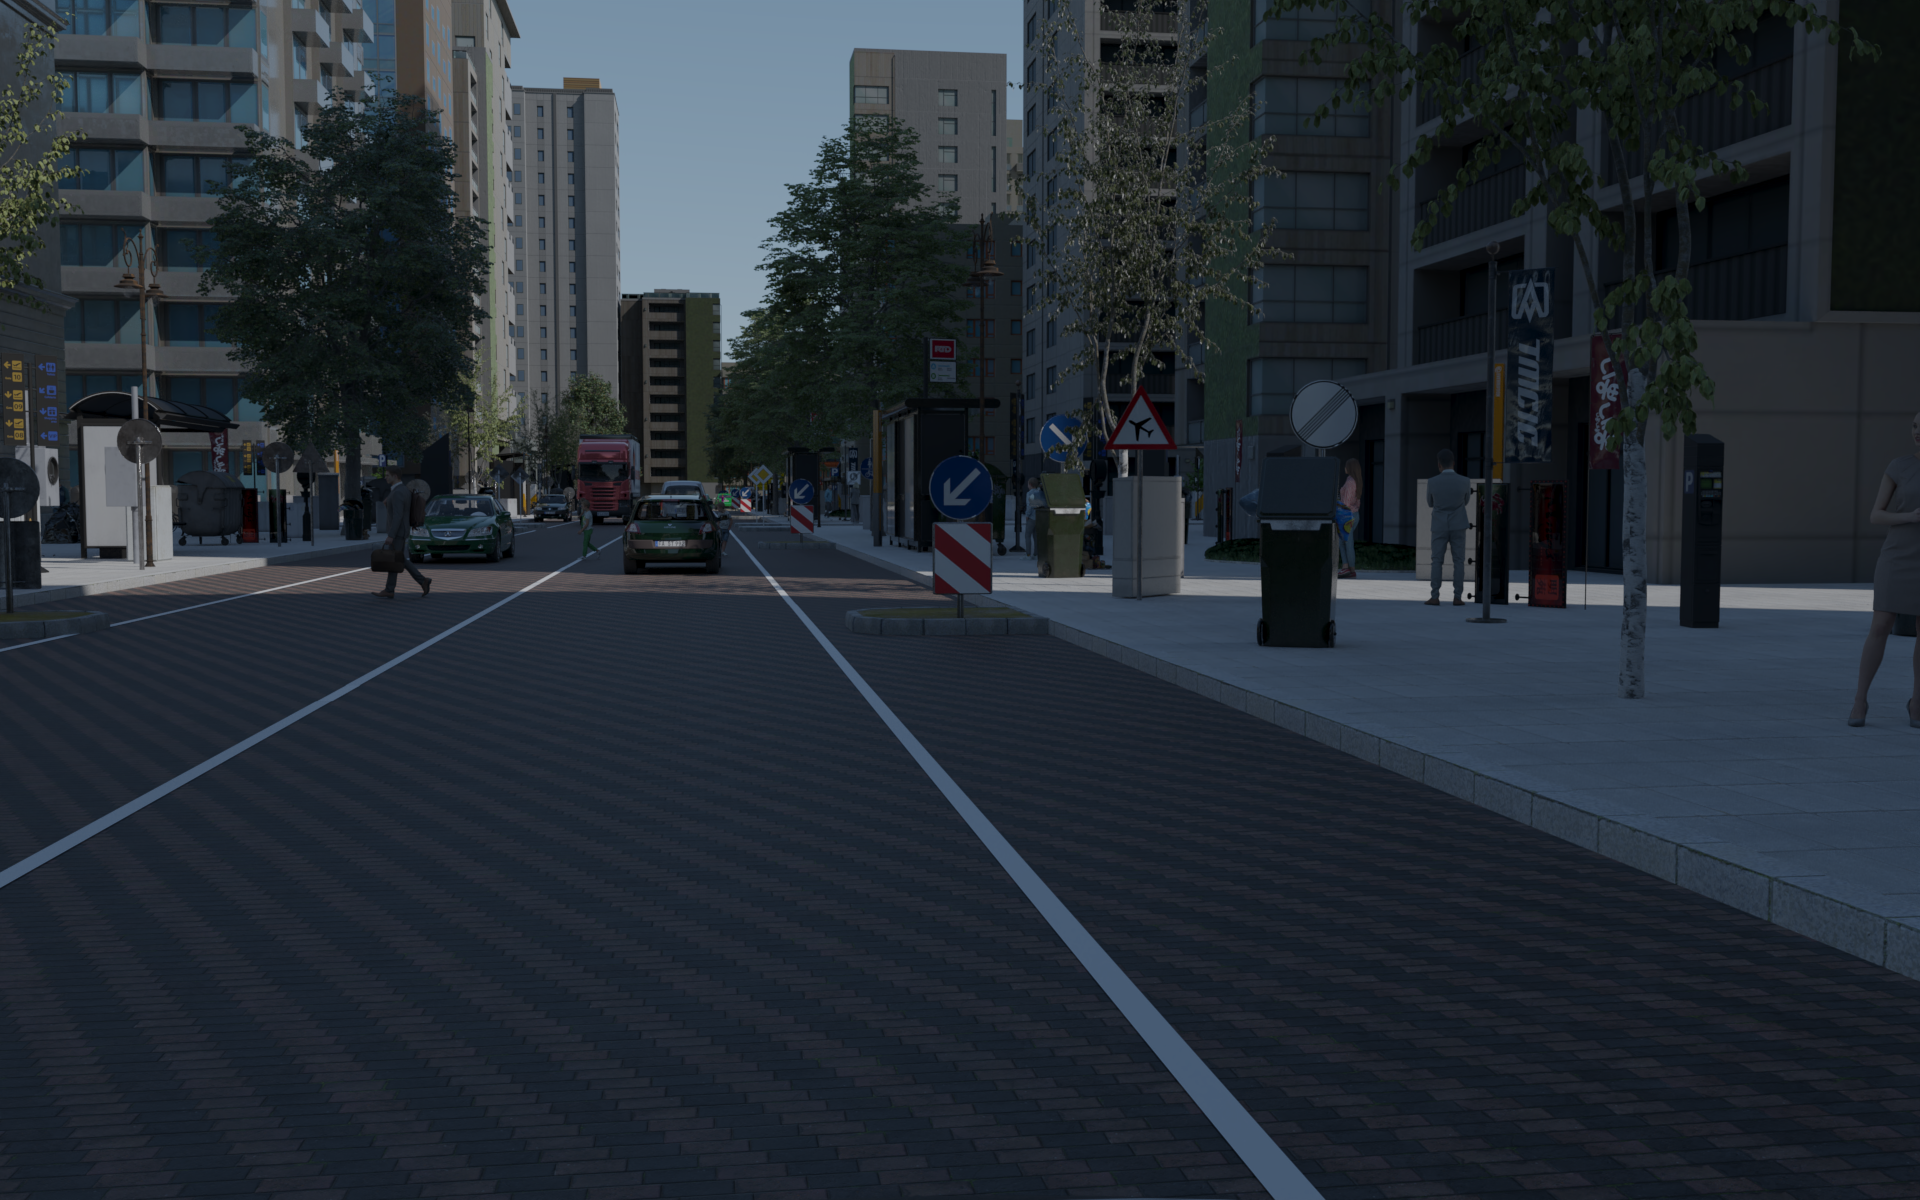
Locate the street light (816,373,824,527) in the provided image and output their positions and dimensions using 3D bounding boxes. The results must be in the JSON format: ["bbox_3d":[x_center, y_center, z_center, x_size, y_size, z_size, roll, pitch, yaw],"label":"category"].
[{"bbox_3d":[-5.429,-5.735,66.562,0.468,5.910,1.993,-1,4,-9],"label":"street light"}]

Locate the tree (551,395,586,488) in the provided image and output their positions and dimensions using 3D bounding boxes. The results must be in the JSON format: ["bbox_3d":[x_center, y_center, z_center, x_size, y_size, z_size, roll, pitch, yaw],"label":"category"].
[{"bbox_3d":[-29.967,-10.949,129.385,4.737,8.622,4.395,0,3,0],"label":"tree"}]

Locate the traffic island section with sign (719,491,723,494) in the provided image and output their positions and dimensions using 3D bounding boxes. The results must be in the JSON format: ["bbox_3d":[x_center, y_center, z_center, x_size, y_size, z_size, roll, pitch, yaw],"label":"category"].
[{"bbox_3d":[-16.595,-7.243,127.055,1.989,1.847,2.006,-1,4,-9],"label":"traffic island section with sign"}]

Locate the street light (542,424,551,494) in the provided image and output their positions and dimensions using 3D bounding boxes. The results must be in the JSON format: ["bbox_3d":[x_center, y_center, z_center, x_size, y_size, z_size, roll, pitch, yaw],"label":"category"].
[{"bbox_3d":[-26.635,-8.491,111.618,0.468,5.910,1.993,-1,4,-9],"label":"street light"}]

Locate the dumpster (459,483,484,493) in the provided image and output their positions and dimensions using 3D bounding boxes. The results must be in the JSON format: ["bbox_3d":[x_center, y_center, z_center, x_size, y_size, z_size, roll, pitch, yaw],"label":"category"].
[{"bbox_3d":[-25.610,-5.219,91.089,1.264,1.857,1.865,-1,4,-9],"label":"dumpster"}]

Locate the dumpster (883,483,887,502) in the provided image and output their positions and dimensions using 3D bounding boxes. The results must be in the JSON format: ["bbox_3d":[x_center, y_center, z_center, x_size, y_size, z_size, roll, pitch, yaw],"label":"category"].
[{"bbox_3d":[-2.016,-3.348,60.502,1.264,1.857,1.865,-1,4,-9],"label":"dumpster"}]

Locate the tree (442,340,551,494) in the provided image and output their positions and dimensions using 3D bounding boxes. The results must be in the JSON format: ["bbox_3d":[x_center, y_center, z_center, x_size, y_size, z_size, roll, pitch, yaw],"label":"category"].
[{"bbox_3d":[-23.211,-8.141,83.467,4.737,8.622,4.395,0,3,0],"label":"tree"}]

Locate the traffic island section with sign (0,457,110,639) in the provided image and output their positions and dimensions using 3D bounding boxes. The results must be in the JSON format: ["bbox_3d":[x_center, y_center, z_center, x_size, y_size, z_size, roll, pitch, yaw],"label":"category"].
[{"bbox_3d":[-10.038,-0.570,17.942,1.989,1.847,2.006,-1,4,-9],"label":"traffic island section with sign"}]

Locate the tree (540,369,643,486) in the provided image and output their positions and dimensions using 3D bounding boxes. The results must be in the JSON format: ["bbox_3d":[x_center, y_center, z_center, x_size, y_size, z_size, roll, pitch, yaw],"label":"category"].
[{"bbox_3d":[-33.983,-14.800,158.995,9.611,12.733,9.660,0,3,0],"label":"tree"}]

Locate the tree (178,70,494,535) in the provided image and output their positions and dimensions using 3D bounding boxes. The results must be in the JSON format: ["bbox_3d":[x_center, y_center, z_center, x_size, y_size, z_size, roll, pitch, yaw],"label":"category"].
[{"bbox_3d":[-18.965,-8.990,53.637,9.857,13.997,8.962,0,3,0],"label":"tree"}]

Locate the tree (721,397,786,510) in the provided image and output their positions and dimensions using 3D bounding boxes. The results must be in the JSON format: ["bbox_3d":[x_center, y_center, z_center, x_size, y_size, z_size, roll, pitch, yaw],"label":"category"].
[{"bbox_3d":[-15.900,-12.469,138.278,8.767,10.594,7.601,3,5,41],"label":"tree"}]

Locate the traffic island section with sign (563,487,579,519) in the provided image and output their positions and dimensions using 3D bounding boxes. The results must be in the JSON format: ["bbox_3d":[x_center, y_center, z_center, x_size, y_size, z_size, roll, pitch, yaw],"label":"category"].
[{"bbox_3d":[-22.281,-5.526,98.980,1.989,1.847,2.006,-1,4,-9],"label":"traffic island section with sign"}]

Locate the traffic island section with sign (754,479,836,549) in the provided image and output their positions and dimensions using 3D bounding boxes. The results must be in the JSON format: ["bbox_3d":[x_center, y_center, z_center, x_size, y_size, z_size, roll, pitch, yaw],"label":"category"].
[{"bbox_3d":[-4.364,-2.289,46.047,1.989,1.847,2.006,-1,4,-9],"label":"traffic island section with sign"}]

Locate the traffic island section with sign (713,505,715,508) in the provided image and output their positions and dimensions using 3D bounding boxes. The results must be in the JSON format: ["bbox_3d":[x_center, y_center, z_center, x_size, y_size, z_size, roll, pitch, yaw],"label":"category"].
[{"bbox_3d":[-24.057,-10.268,176.505,1.989,1.847,2.006,-1,4,-9],"label":"traffic island section with sign"}]

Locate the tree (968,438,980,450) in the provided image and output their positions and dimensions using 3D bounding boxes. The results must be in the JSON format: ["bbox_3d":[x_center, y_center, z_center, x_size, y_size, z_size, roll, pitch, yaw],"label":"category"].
[{"bbox_3d":[0.375,-4.016,60.265,1.663,3.219,1.824,0,3,0],"label":"tree"}]

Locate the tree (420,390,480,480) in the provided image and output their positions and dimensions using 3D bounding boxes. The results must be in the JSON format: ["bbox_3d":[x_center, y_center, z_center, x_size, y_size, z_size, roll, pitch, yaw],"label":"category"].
[{"bbox_3d":[-32.198,-9.709,109.106,4.360,8.622,3.978,0,3,0],"label":"tree"}]

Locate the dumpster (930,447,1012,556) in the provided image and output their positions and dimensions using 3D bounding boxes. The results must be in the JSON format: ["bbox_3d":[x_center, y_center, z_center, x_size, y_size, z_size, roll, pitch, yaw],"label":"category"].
[{"bbox_3d":[0.226,-2.088,36.634,1.502,2.255,1.985,-1,4,-9],"label":"dumpster"}]

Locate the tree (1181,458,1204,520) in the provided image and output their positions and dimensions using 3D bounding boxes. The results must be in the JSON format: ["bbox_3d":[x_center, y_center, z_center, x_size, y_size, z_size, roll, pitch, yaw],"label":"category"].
[{"bbox_3d":[11.870,-5.514,84.757,1.663,3.219,1.824,0,3,0],"label":"tree"}]

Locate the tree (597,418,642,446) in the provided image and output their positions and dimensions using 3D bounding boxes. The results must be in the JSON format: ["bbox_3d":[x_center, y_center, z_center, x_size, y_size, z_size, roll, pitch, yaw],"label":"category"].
[{"bbox_3d":[-37.437,-15.062,180.681,8.767,10.594,7.601,-1,4,-11],"label":"tree"}]

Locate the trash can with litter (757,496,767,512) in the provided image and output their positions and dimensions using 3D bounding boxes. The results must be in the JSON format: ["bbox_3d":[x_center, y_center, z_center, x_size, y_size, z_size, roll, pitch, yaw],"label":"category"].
[{"bbox_3d":[-14.608,-7.011,126.012,0.624,1.170,1.055,-2,4,-27],"label":"trash can with litter"}]

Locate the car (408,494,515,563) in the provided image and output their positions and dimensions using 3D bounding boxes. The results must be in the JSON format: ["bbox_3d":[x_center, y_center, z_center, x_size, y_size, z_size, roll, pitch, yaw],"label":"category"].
[{"bbox_3d":[-10.790,-1.582,37.667,2.131,1.459,4.920,-1,4,-8],"label":"car"}]

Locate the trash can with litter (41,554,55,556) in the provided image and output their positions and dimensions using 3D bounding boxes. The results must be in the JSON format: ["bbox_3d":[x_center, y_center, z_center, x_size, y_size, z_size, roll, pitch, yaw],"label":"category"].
[{"bbox_3d":[-19.929,-1.502,35.613,2.233,1.210,1.678,2,4,24],"label":"trash can with litter"}]

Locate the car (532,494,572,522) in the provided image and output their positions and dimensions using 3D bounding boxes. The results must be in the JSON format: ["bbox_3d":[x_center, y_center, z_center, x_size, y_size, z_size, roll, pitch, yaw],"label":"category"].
[{"bbox_3d":[-21.155,-4.908,90.035,2.009,1.686,4.222,-1,4,-8],"label":"car"}]

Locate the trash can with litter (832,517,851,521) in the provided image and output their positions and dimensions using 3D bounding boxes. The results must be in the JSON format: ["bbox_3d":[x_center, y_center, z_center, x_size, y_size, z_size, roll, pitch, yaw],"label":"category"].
[{"bbox_3d":[-5.193,-4.480,84.306,2.233,1.210,1.678,1,4,12],"label":"trash can with litter"}]

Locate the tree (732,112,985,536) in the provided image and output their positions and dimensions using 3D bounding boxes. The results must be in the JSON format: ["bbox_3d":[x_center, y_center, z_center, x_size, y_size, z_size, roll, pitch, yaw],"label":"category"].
[{"bbox_3d":[-2.901,-8.214,52.430,7.486,12.596,7.792,0,3,0],"label":"tree"}]

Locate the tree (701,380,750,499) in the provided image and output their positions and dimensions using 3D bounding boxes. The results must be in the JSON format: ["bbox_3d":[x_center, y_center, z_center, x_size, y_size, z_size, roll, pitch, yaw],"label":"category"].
[{"bbox_3d":[-23.290,-17.236,188.456,9.857,13.997,8.962,0,3,0],"label":"tree"}]

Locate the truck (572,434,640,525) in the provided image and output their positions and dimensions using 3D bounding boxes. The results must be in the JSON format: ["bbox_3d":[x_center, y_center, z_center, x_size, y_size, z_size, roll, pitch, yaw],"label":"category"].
[{"bbox_3d":[-16.941,-5.796,83.683,2.839,4.237,11.283,0,4,-8],"label":"truck"}]

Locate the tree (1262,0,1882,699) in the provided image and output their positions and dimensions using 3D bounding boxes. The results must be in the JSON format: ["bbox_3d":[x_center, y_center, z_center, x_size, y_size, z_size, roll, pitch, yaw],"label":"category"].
[{"bbox_3d":[3.997,-3.686,10.630,4.737,8.622,4.395,0,3,0],"label":"tree"}]

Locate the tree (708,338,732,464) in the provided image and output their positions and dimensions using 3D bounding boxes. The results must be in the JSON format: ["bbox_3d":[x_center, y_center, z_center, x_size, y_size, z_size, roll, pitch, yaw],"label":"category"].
[{"bbox_3d":[-8.740,-10.609,91.581,7.486,12.596,7.792,0,3,0],"label":"tree"}]

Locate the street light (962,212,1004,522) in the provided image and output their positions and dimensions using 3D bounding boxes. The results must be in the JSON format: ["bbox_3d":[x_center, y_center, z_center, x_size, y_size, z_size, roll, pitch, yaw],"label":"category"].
[{"bbox_3d":[0.365,-3.418,28.679,0.468,5.910,1.993,-1,4,-9],"label":"street light"}]

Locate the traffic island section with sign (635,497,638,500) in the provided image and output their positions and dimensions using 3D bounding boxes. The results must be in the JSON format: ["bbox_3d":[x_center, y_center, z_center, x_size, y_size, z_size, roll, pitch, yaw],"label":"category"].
[{"bbox_3d":[-37.837,-11.829,202.023,1.989,1.847,2.006,-1,4,-9],"label":"traffic island section with sign"}]

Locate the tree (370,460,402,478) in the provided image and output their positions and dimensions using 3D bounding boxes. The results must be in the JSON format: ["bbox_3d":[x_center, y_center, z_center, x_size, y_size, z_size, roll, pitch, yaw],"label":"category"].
[{"bbox_3d":[-28.438,-5.562,85.538,1.663,3.219,1.824,0,3,0],"label":"tree"}]

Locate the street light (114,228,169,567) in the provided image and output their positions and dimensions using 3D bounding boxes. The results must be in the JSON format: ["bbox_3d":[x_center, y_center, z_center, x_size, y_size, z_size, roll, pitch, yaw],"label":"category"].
[{"bbox_3d":[-14.287,-3.522,30.368,0.468,5.910,1.993,-1,4,-9],"label":"street light"}]

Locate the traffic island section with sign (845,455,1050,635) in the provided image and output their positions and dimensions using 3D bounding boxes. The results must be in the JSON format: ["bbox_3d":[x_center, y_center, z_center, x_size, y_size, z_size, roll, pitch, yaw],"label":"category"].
[{"bbox_3d":[-0.203,-0.607,18.546,1.989,1.847,2.006,-1,4,-9],"label":"traffic island section with sign"}]

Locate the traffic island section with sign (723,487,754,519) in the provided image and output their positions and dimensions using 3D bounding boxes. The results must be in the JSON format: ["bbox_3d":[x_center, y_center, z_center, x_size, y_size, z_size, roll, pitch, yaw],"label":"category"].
[{"bbox_3d":[-12.529,-5.600,100.191,1.989,1.847,2.006,-1,4,-9],"label":"traffic island section with sign"}]

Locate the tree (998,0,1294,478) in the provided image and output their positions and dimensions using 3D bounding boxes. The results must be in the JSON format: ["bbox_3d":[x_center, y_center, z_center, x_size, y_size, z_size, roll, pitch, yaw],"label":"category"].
[{"bbox_3d":[2.378,-4.508,24.065,4.360,8.622,3.978,0,3,0],"label":"tree"}]

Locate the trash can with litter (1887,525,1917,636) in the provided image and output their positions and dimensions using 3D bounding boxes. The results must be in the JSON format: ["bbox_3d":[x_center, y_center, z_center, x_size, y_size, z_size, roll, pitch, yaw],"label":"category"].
[{"bbox_3d":[8.680,-0.276,15.896,0.624,1.170,1.055,0,4,7],"label":"trash can with litter"}]

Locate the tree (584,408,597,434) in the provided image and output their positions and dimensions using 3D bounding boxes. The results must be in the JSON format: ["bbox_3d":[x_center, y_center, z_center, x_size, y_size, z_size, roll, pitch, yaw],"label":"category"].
[{"bbox_3d":[-31.658,-11.705,141.734,4.360,8.622,3.978,0,3,0],"label":"tree"}]

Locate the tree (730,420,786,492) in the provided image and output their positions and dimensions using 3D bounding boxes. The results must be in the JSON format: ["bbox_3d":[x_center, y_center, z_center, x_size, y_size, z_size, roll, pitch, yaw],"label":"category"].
[{"bbox_3d":[-12.510,-10.302,118.805,4.737,8.622,4.395,0,3,0],"label":"tree"}]

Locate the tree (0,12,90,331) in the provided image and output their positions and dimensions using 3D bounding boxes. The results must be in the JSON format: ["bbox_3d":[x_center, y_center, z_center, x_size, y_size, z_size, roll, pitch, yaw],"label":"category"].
[{"bbox_3d":[-12.881,-4.313,20.880,4.737,8.622,4.395,0,3,0],"label":"tree"}]

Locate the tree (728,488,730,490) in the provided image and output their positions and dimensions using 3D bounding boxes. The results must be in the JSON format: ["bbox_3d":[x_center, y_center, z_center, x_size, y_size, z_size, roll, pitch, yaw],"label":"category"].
[{"bbox_3d":[-28.691,-16.825,225.456,4.737,8.622,4.395,0,3,0],"label":"tree"}]

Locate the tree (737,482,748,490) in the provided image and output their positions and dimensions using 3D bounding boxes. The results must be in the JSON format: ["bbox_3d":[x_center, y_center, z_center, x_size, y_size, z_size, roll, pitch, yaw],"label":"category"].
[{"bbox_3d":[-27.112,-13.732,219.123,1.663,3.219,1.824,0,3,0],"label":"tree"}]

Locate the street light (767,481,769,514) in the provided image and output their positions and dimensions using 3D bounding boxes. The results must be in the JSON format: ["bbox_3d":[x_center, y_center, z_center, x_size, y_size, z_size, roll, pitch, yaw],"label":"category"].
[{"bbox_3d":[-12.419,-8.503,111.817,0.468,5.910,1.993,-1,4,-9],"label":"street light"}]

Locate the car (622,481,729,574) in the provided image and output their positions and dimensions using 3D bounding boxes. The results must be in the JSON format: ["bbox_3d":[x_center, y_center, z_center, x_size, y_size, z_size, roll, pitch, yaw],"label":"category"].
[{"bbox_3d":[-5.352,-1.387,32.468,2.009,1.686,4.222,0,4,-7],"label":"car"}]

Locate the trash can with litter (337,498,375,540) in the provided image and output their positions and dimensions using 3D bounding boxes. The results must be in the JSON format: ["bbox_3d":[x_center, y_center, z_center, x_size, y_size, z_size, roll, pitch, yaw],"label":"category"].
[{"bbox_3d":[-16.865,-2.255,48.252,0.624,1.170,1.055,0,4,-1],"label":"trash can with litter"}]

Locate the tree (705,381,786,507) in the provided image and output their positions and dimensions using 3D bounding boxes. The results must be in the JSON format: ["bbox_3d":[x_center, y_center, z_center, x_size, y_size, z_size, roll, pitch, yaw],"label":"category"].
[{"bbox_3d":[-20.381,-15.385,168.557,9.611,12.733,9.660,0,3,0],"label":"tree"}]

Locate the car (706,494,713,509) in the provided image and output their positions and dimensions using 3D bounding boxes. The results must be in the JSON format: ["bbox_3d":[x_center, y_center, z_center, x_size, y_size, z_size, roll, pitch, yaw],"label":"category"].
[{"bbox_3d":[-19.299,-7.312,128.349,1.959,1.807,4.718,-1,4,-10],"label":"car"}]

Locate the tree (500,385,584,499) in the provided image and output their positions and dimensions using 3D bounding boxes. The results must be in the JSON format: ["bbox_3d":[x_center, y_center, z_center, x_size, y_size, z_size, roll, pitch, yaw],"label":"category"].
[{"bbox_3d":[-28.529,-10.162,116.518,4.360,8.622,3.978,0,3,0],"label":"tree"}]

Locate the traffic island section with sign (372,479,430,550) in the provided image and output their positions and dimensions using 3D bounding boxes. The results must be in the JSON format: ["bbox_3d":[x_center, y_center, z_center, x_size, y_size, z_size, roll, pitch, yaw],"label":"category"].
[{"bbox_3d":[-14.161,-2.237,45.202,1.989,1.847,2.006,-1,4,-9],"label":"traffic island section with sign"}]

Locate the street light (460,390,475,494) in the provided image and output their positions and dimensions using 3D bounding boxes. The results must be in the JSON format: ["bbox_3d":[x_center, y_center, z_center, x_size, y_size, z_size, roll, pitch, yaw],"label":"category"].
[{"bbox_3d":[-20.997,-6.195,74.077,0.468,5.910,1.993,-1,4,-9],"label":"street light"}]

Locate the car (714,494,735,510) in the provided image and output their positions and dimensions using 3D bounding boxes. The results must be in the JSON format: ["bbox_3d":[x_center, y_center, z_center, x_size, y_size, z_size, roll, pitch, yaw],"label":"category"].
[{"bbox_3d":[-21.239,-9.027,156.388,1.959,1.807,4.718,-1,4,-10],"label":"car"}]

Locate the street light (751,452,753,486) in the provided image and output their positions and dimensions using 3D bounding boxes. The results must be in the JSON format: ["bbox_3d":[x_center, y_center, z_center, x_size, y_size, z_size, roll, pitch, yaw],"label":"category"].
[{"bbox_3d":[-18.078,-10.834,149.925,0.468,5.910,1.993,-1,4,-9],"label":"street light"}]
